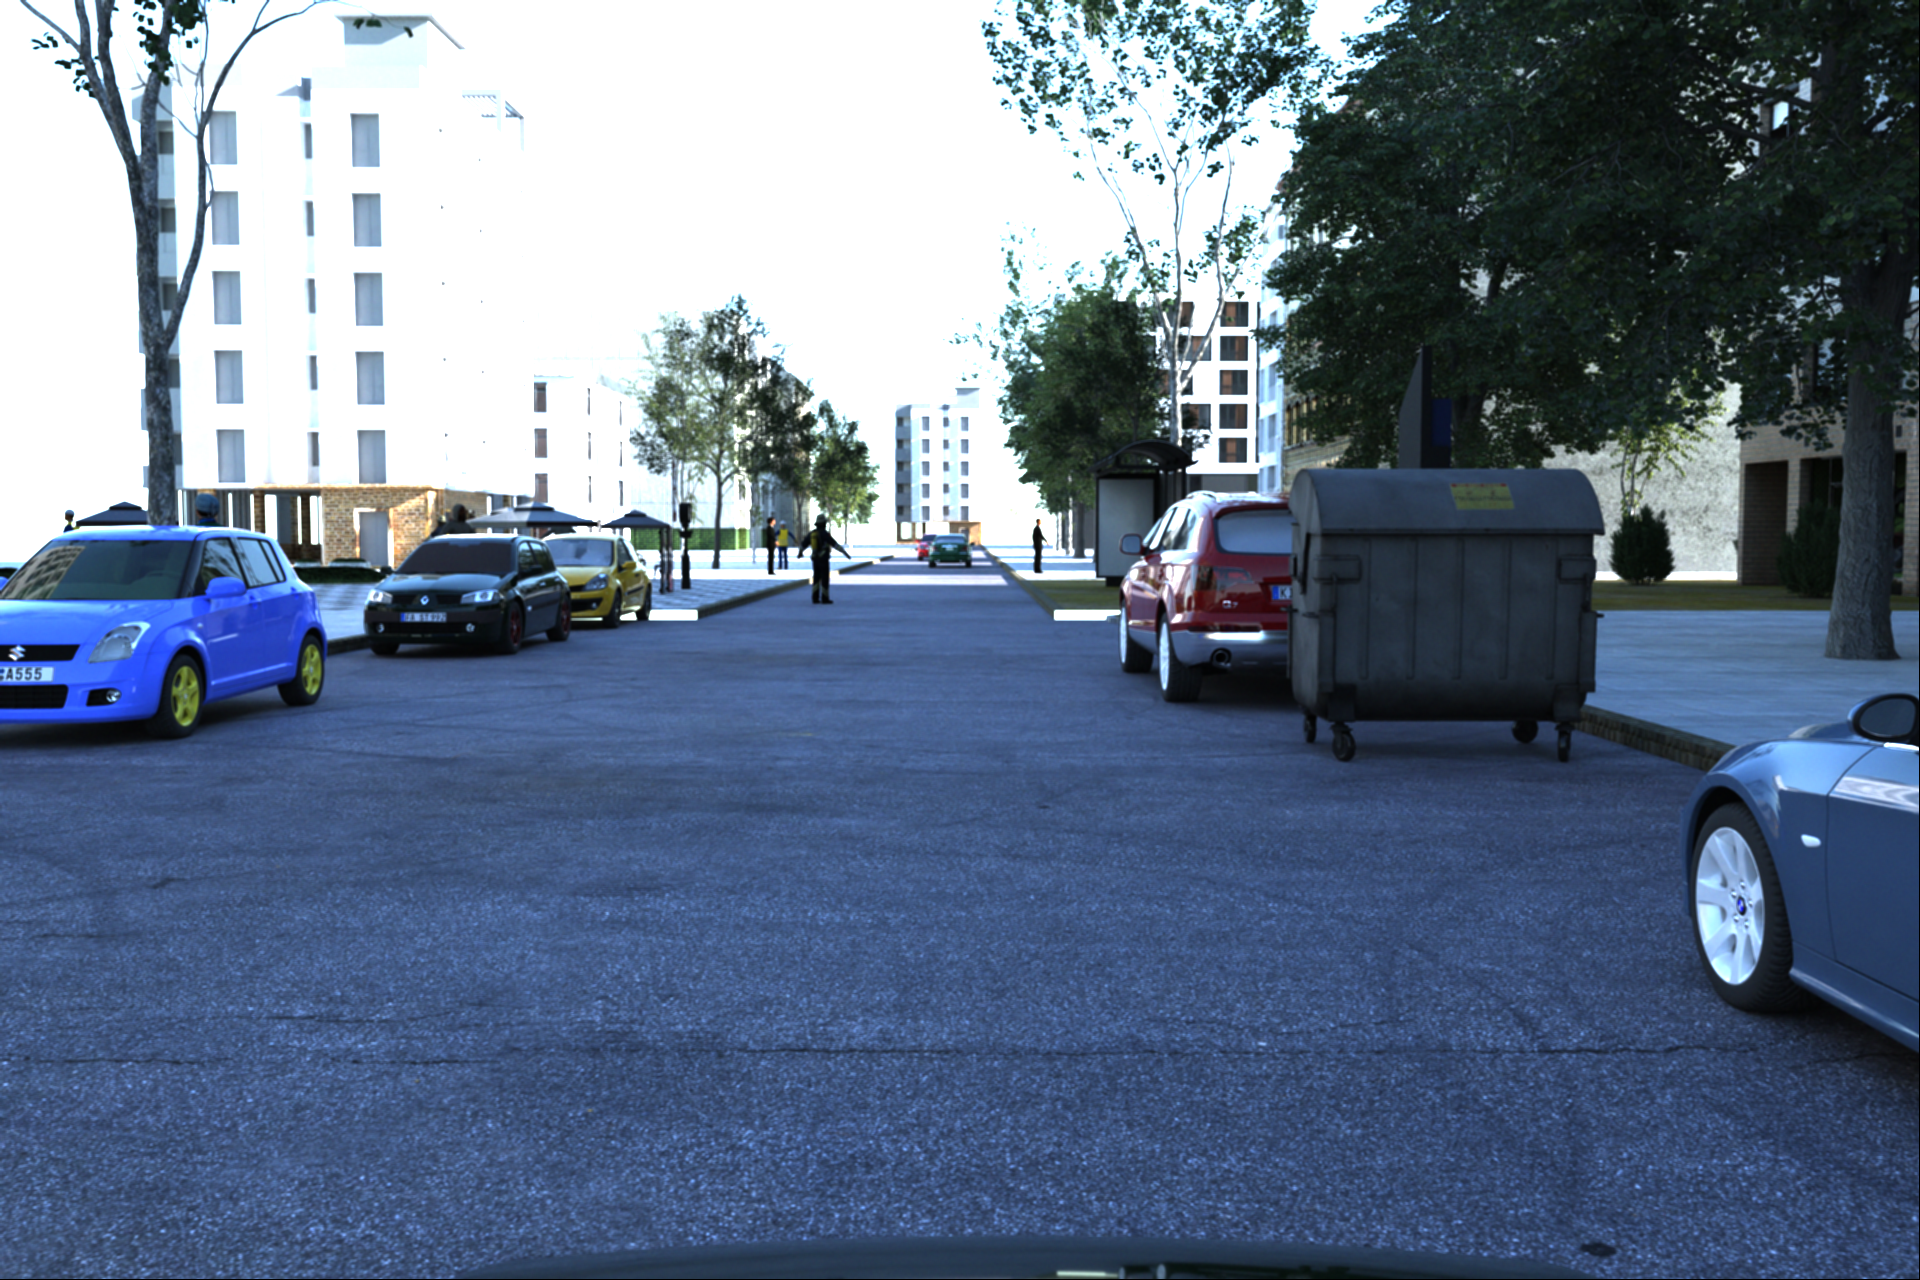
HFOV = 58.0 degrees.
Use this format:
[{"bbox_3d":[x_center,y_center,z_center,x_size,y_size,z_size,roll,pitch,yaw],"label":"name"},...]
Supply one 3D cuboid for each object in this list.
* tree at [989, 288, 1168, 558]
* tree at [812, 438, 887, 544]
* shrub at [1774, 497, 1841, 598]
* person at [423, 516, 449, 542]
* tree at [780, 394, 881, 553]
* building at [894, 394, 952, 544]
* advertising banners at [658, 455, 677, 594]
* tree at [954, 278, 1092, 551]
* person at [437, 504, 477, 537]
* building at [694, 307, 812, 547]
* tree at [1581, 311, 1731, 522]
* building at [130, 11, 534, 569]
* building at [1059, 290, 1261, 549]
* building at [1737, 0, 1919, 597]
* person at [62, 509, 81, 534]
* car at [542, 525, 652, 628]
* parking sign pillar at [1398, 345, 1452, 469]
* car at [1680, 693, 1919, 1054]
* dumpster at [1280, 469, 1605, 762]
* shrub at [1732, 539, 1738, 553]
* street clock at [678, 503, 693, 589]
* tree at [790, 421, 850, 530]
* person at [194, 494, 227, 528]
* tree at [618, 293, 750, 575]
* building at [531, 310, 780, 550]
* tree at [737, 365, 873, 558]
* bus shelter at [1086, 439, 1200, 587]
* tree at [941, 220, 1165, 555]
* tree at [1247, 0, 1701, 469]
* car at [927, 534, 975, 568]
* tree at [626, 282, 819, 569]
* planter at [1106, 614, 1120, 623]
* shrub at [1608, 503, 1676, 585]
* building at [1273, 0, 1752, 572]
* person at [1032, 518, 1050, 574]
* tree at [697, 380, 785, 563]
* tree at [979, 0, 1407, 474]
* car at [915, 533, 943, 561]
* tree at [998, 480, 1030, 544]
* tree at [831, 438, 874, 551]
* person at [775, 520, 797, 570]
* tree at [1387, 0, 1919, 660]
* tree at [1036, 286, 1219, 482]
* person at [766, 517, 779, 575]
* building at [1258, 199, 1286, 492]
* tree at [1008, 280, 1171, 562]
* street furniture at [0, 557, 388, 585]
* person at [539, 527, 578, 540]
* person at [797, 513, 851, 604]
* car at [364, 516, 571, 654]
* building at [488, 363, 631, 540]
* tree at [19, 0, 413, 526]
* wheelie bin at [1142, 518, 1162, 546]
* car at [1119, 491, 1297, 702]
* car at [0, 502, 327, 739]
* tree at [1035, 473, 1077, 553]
[{"bbox_3d":[6.377,-11.322,91.769,9.857,13.997,8.962,0,3,0],"label":"tree"},{"bbox_3d":[-14.381,-19.165,220.005,9.857,13.997,8.962,0,3,0],"label":"tree"},{"bbox_3d":[17.179,-1.854,34.728,1.690,2.028,1.600,0,3,0],"label":"shrub"},{"bbox_3d":[-16.100,-2.939,53.840,0.705,1.856,1.354,3,5,41],"label":"person"},{"bbox_3d":[-8.959,-11.093,115.787,8.767,10.594,7.601,3,5,44],"label":"tree"},{"bbox_3d":[-8.084,-22.397,225.070,11.380,20.090,16.016,-1,4,-8],"label":"building"},{"bbox_3d":[-6.370,-2.552,37.906,0.090,3.025,2.074,0,4,1],"label":"advertising banners"},{"bbox_3d":[6.366,-16.659,128.260,12.611,20.169,13.585,0,3,0],"label":"tree"},{"bbox_3d":[-8.849,-1.503,30.702,0.705,1.813,1.348,2,4,35],"label":"person"},{"bbox_3d":[-25.372,-21.191,177.399,19.493,23.208,18.063,0,4,0],"label":"building"},{"bbox_3d":[18.905,-5.978,48.095,4.737,8.622,4.395,0,3,0],"label":"tree"},{"bbox_3d":[-24.117,-12.711,64.253,16.016,20.090,11.380,0,4,1],"label":"building"},{"bbox_3d":[22.907,-19.435,161.739,27.936,21.610,32.646,0,3,0],"label":"building"},{"bbox_3d":[29.107,-12.992,18.996,21.656,26.213,47.522,0,4,0],"label":"building"},{"bbox_3d":[-19.323,-1.934,37.584,0.705,1.833,1.349,0,4,-5],"label":"person"},{"bbox_3d":[-6.033,-1.057,27.504,2.015,1.641,3.980,0,4,0],"label":"car"},{"bbox_3d":[6.792,-2.260,25.428,1.447,3.967,1.447,0,4,0],"label":"parking sign pillar"},{"bbox_3d":[3.172,0.506,3.732,2.014,1.417,4.499,0,4,0],"label":"car"},{"bbox_3d":[3.115,-0.193,11.370,1.865,1.857,1.264,0,4,0],"label":"dumpster"},{"bbox_3d":[20.945,-2.492,44.790,1.661,2.075,1.752,0,3,0],"label":"shrub"},{"bbox_3d":[-6.374,-2.181,40.234,0.358,2.002,0.471,0,4,0],"label":"street clock"},{"bbox_3d":[-8.419,-9.540,106.334,4.737,8.622,4.395,0,3,0],"label":"tree"},{"bbox_3d":[-7.175,-0.484,16.494,0.704,1.817,1.347,3,4,38],"label":"person"},{"bbox_3d":[-8.905,-6.336,53.956,4.360,8.622,3.978,0,3,0],"label":"tree"},{"bbox_3d":[-26.076,-17.512,152.770,16.747,18.905,31.486,0,4,0],"label":"building"},{"bbox_3d":[-8.611,-9.815,94.880,8.767,10.594,7.601,1,4,12],"label":"tree"},{"bbox_3d":[4.095,-2.799,39.683,2.014,3.302,5.546,0,3,0],"label":"bus shelter"},{"bbox_3d":[5.290,-15.312,106.232,12.611,20.169,13.585,0,3,0],"label":"tree"},{"bbox_3d":[10.490,-7.920,36.156,9.857,13.997,8.962,0,3,0],"label":"tree"},{"bbox_3d":[-0.406,-3.873,75.129,2.131,1.459,4.920,0,4,1],"label":"car"},{"bbox_3d":[-8.666,-7.900,63.583,7.601,10.594,8.767,-1,4,-12],"label":"tree"},{"bbox_3d":[3.409,-0.442,28.365,1.991,0.319,1.994,0,3,0],"label":"planter"},{"bbox_3d":[17.140,-2.412,43.481,1.661,2.075,1.752,0,3,0],"label":"shrub"},{"bbox_3d":[23.231,-14.396,66.302,19.493,23.208,18.063,0,4,1],"label":"building"},{"bbox_3d":[2.561,-3.050,56.088,0.704,1.802,1.346,-1,4,-18],"label":"person"},{"bbox_3d":[-8.862,-7.683,75.984,4.360,8.622,3.978,0,3,0],"label":"tree"},{"bbox_3d":[7.614,-11.844,49.543,12.611,20.169,13.585,0,3,0],"label":"tree"},{"bbox_3d":[-1.371,-5.214,94.283,2.155,1.783,4.494,0,4,0],"label":"car"},{"bbox_3d":[7.558,-16.805,225.124,4.360,8.622,3.978,0,3,0],"label":"tree"},{"bbox_3d":[-8.385,-11.104,131.918,4.737,8.622,4.395,0,3,0],"label":"tree"},{"bbox_3d":[-6.433,-3.434,62.607,1.216,1.772,0.721,-2,4,-30],"label":"person"},{"bbox_3d":[9.252,-6.786,17.607,9.857,13.997,8.962,0,3,0],"label":"tree"},{"bbox_3d":[6.316,-8.042,65.906,7.601,10.594,8.767,-2,4,-25],"label":"tree"},{"bbox_3d":[-5.879,-2.934,54.164,0.705,1.806,1.347,-1,4,-14],"label":"person"},{"bbox_3d":[22.257,-14.793,98.288,16.016,20.090,11.380,0,3,0],"label":"building"},{"bbox_3d":[6.008,-9.799,78.343,7.486,12.596,7.792,0,3,0],"label":"tree"},{"bbox_3d":[-19.927,-1.770,44.565,10.072,0.657,5.734,-1,4,-15],"label":"street furniture"},{"bbox_3d":[-9.302,-2.095,40.525,1.348,1.796,0.705,-1,4,-16],"label":"person"},{"bbox_3d":[-2.850,-1.679,35.683,1.354,1.856,0.705,2,4,33],"label":"person"},{"bbox_3d":[-6.130,-0.738,21.849,2.009,1.686,4.222,0,4,0],"label":"car"},{"bbox_3d":[-23.395,-9.614,99.340,9.099,9.664,28.070,0,4,0],"label":"building"},{"bbox_3d":[-12.464,-10.262,23.678,12.611,20.169,13.585,0,3,0],"label":"tree"},{"bbox_3d":[3.879,-1.551,33.270,0.693,1.594,0.980,0,4,-1],"label":"wheelie bin"},{"bbox_3d":[2.716,-0.468,16.332,2.281,1.827,5.304,0,4,-1],"label":"car"},{"bbox_3d":[-6.261,-0.223,13.240,1.945,1.707,3.694,0,3,0],"label":"car"},{"bbox_3d":[6.308,-10.235,117.704,4.360,8.622,3.978,0,3,0],"label":"tree"}]
